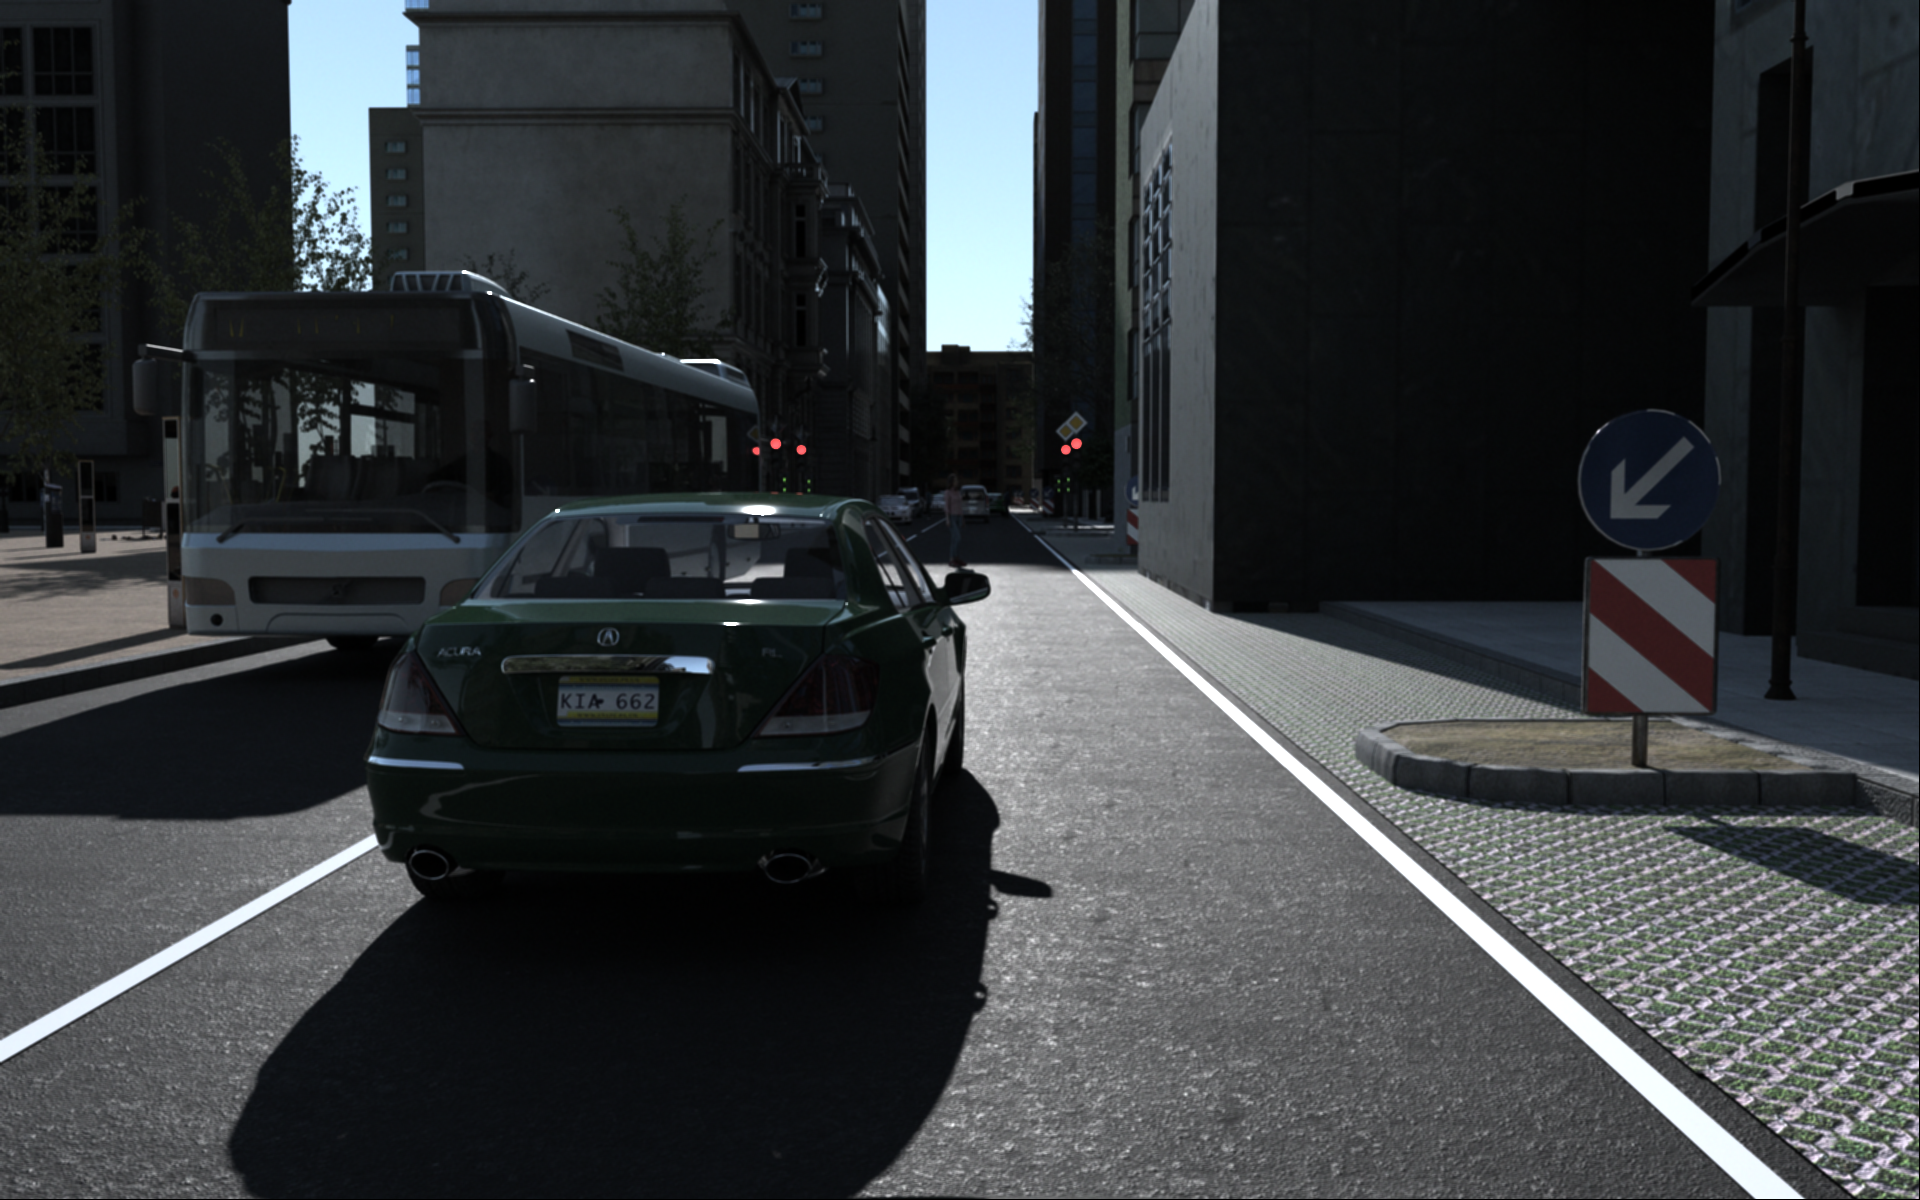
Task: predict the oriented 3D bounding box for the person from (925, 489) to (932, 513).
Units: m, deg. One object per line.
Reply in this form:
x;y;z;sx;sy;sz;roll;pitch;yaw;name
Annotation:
-2.374;-7.578;132.499;0.679;1.850;0.850;1;4;23;person

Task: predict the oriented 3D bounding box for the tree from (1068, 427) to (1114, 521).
6.711;-6.165;84.515;4.285;4.588;4.351;0;3;0;tree

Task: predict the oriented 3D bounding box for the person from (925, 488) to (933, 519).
-1.741;-5.452;97.978;0.444;1.785;0.601;0;4;-1;person

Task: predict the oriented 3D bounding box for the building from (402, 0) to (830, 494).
-13.654;-16.164;83.368;14.460;24.649;34.723;0;4;1;building

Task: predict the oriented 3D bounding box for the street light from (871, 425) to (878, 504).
-5.671;-8.654;114.280;0.468;5.910;1.993;0;4;1;street light

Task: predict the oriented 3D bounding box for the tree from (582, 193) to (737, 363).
-7.552;-5.671;43.080;4.737;8.622;4.395;0;3;0;tree

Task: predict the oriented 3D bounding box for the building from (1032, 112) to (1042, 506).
14.906;-30.879;188.471;14.154;41.232;14.086;0;4;1;building

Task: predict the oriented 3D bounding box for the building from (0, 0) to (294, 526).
-42.979;-17.132;73.622;24.014;27.812;14.314;0;4;1;building

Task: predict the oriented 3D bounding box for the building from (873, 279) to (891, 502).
-10.970;-17.051;133.529;10.420;20.320;16.860;0;4;1;building

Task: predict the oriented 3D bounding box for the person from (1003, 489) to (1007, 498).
3.568;-7.650;133.839;0.793;1.790;0.793;3;4;38;person

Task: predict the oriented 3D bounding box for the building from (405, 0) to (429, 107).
-61.589;-56.470;235.959;31.000;86.520;22.319;0;4;1;building

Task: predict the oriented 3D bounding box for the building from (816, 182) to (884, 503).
-12.269;-16.573;112.768;13.314;21.916;24.055;0;4;1;building

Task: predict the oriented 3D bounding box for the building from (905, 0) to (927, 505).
-14.610;-47.031;207.215;20.611;71.187;20.563;0;4;1;building

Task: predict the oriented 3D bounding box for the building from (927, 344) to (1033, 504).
-0.442;-24.137;239.677;28.899;21.520;27.650;0;4;1;building

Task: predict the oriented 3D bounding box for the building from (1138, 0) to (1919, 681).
14.103;-42.828;12.910;22.319;86.520;31.000;0;4;1;building

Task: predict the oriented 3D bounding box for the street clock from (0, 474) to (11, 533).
-31.586;-3.219;57.194;0.471;2.002;0.358;1;4;15;street clock

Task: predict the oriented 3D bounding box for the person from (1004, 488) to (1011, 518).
2.792;-5.723;102.254;0.419;1.800;0.721;0;4;-6;person

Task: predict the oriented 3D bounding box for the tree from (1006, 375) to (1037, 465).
7.775;-13.602;148.153;9.928;11.665;9.643;0;3;0;tree

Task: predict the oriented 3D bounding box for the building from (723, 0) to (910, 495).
-15.534;-32.345;152.548;21.300;48.544;21.600;0;4;1;building

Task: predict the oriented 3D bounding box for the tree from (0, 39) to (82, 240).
-15.453;-4.715;27.455;4.737;8.622;4.395;0;3;0;tree

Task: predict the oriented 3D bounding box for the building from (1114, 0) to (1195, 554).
11.001;-22.094;44.834;14.154;41.232;14.086;0;4;1;building

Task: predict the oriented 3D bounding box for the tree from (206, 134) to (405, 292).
-14.032;-5.162;34.763;4.737;8.622;4.395;0;3;0;tree

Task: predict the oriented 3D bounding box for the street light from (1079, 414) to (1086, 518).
6.578;-7.441;94.441;0.468;5.910;1.993;0;4;1;street light

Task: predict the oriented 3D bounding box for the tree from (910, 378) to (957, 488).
-4.916;-17.460;192.131;9.857;13.997;8.962;0;3;0;tree

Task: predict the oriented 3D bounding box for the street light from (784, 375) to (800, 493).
-6.500;-5.767;67.086;0.468;5.910;1.993;0;4;1;street light

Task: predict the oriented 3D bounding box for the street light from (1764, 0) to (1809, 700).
5.142;-2.318;10.682;0.468;5.910;1.993;0;4;1;street light

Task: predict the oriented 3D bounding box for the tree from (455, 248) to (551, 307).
-14.117;-6.180;51.410;4.360;8.622;3.978;0;3;0;tree

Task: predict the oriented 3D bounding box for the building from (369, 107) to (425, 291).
-56.336;-35.714;207.632;21.600;48.544;21.300;0;4;1;building

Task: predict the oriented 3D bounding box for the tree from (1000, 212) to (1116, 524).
6.792;-10.078;75.152;12.009;13.543;11.850;0;3;0;tree

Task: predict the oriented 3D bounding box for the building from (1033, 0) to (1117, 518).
11.698;-27.654;102.259;14.600;45.320;14.200;0;4;1;building

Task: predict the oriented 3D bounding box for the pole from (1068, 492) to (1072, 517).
6.089;-6.227;95.651;0.158;3.312;0.155;0;3;0;pole
